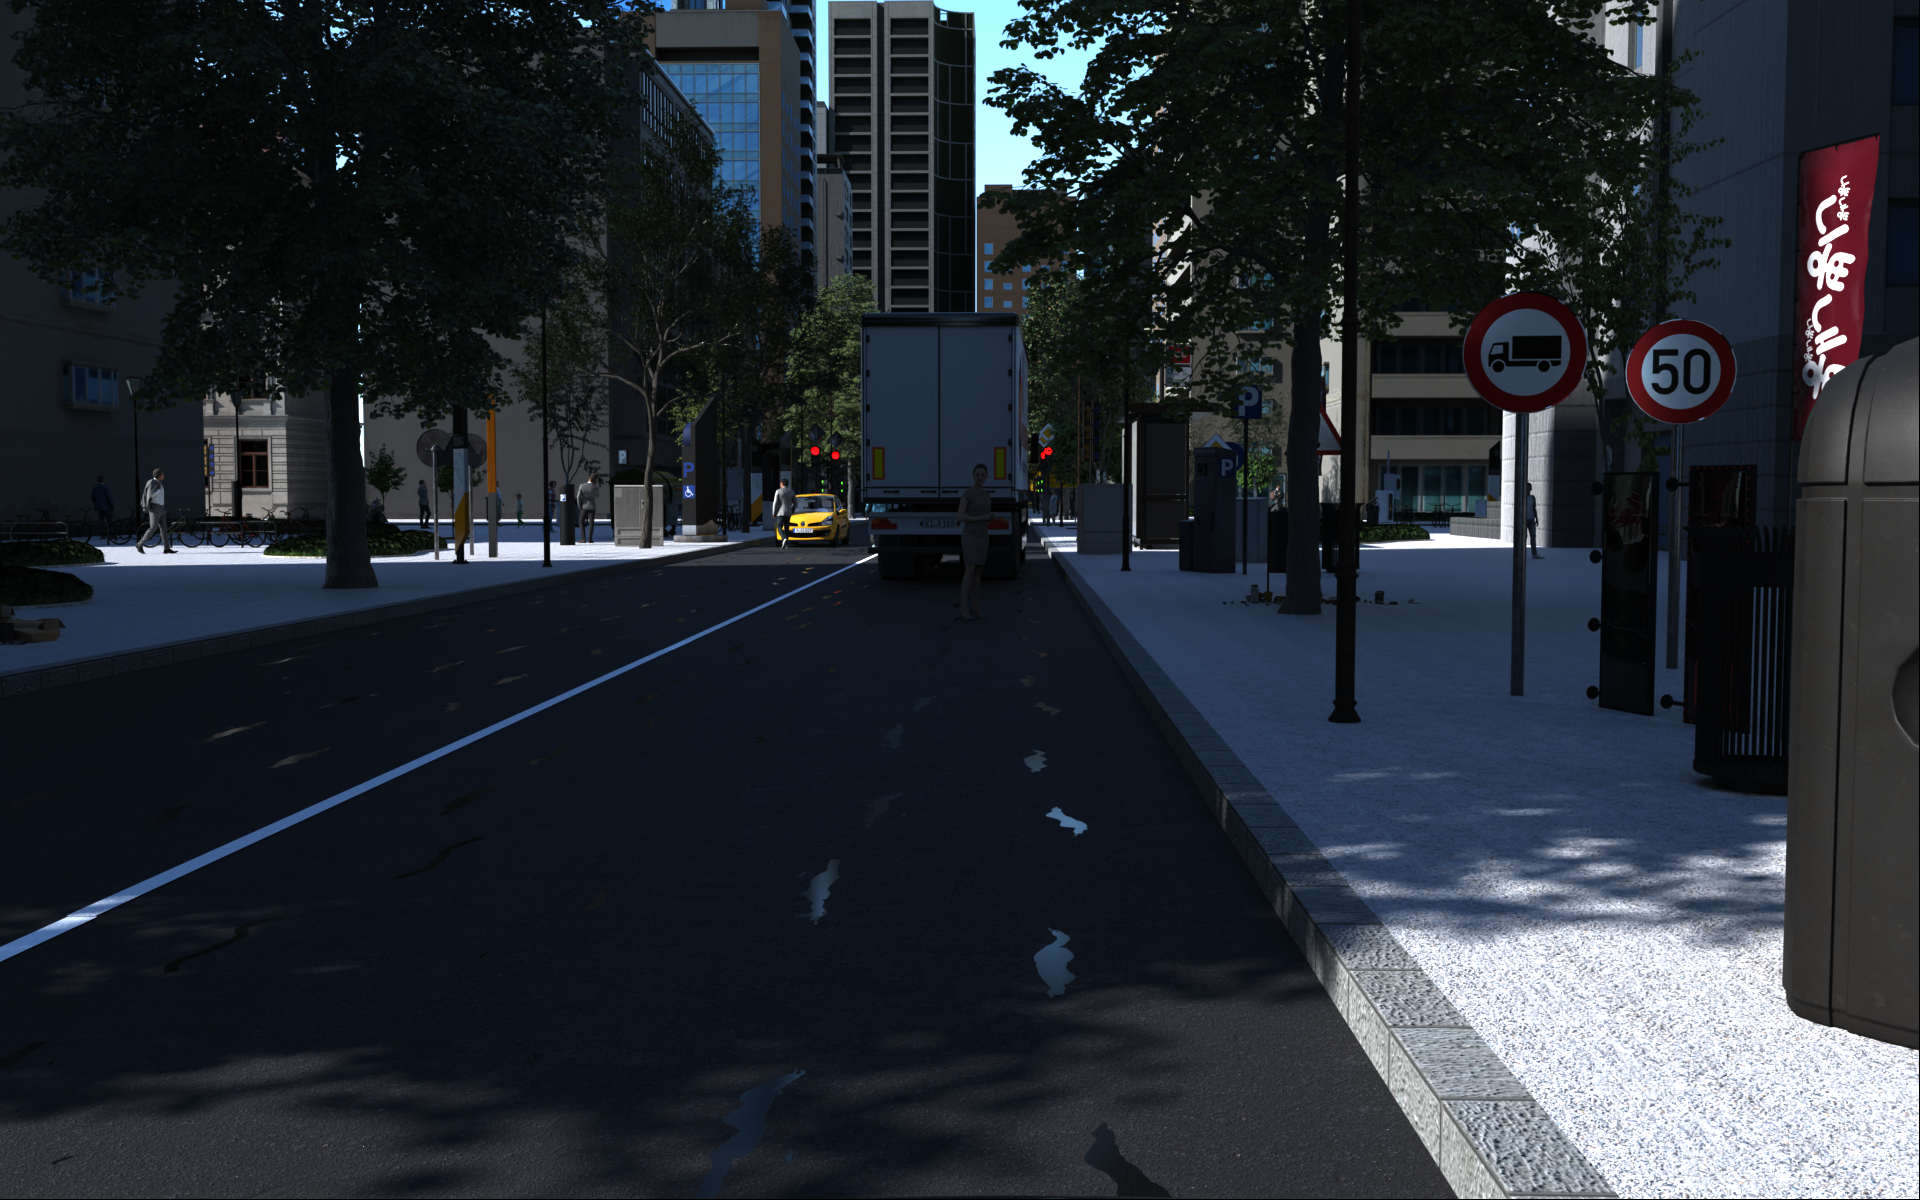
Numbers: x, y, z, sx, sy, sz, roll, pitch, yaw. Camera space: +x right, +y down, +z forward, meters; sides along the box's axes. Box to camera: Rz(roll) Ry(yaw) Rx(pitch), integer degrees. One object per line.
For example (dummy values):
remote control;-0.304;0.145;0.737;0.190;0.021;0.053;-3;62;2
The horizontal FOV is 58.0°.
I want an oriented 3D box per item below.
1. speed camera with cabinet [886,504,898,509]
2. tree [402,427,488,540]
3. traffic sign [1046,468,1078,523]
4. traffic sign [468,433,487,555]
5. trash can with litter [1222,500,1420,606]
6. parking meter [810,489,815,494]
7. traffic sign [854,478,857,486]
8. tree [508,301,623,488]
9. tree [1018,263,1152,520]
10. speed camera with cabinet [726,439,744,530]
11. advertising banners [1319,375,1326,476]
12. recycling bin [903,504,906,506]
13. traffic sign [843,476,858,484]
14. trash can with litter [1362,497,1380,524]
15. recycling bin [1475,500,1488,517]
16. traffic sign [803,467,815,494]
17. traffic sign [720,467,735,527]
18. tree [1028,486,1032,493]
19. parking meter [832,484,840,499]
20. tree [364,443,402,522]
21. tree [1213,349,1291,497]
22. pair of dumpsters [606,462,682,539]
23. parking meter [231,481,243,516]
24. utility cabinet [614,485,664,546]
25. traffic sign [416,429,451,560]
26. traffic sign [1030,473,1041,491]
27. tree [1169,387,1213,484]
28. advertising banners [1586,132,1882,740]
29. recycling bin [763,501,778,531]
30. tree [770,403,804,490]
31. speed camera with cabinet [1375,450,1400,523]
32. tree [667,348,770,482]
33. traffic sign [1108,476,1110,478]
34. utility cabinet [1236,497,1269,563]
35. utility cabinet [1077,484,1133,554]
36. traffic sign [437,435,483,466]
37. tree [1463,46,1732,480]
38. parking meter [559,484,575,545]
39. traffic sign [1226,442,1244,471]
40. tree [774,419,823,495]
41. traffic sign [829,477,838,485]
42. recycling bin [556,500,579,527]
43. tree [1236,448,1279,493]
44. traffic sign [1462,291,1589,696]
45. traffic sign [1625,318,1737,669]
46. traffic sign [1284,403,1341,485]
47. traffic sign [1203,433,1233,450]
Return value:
speed camera with cabinet;-4.833;-9.004;141.543;2.038;3.252;0.660;-3;4;-37
tree;-14.463;-3.337;49.163;1.663;3.219;1.824;0;3;0
traffic sign;4.852;-5.118;77.557;2.265;3.308;0.079;1;4;10
traffic sign;-10.268;-2.217;36.356;0.768;2.556;0.104;0;4;2
trash can with litter;4.275;-0.572;20.402;2.233;1.210;1.678;1;4;14
parking meter;-6.946;-4.493;81.872;0.372;1.533;0.369;0;3;0
traffic sign;-7.887;-7.778;127.271;0.768;2.556;0.104;0;4;3
tree;-14.049;-6.824;61.932;4.360;8.622;3.978;0;3;0
tree;5.330;-10.335;85.980;9.611;12.733;9.660;0;3;0
speed camera with cabinet;-8.132;-4.186;62.779;0.660;3.252;2.038;0;4;-5
advertising banners;5.378;-1.858;26.571;0.090;3.025;2.074;0;4;1
recycling bin;-4.270;-7.190;130.117;0.722;1.027;0.722;0;4;-7
traffic sign;-6.020;-5.837;95.441;0.884;2.594;0.081;0;4;7
trash can with litter;16.133;-3.508;68.750;1.055;1.170;0.624;1;4;18
recycling bin;23.697;-4.003;78.004;0.722;1.027;0.722;-2;4;-28
traffic sign;-7.048;-4.932;80.740;0.768;2.556;0.104;1;4;8
traffic sign;-8.740;-3.856;65.172;0.606;2.300;0.079;0;4;6
tree;9.160;-13.474;214.905;1.663;3.219;1.824;0;3;0
parking meter;-6.897;-5.536;96.227;0.255;1.863;0.399;3;5;42
tree;-21.538;-4.311;65.094;1.663;3.219;1.824;0;3;0
tree;14.852;-8.339;86.699;4.360;8.622;3.978;0;3;0
pair of dumpsters;-9.259;-2.963;50.936;1.574;2.255;4.437;0;4;1
parking meter;-31.932;-4.330;76.509;0.255;1.863;0.399;3;4;38
utility cabinet;-7.871;-2.066;42.459;1.173;1.500;0.318;-1;4;-10
traffic sign;-10.215;-2.057;33.743;0.768;2.556;0.104;0;4;4
traffic sign;7.124;-9.443;148.267;2.265;3.308;0.079;1;4;11
tree;15.122;-9.993;113.747;4.360;8.622;3.978;0;3;0
advertising banners;4.138;-0.810;9.434;0.090;3.025;2.074;-1;4;-17
recycling bin;-6.543;-2.953;60.828;0.722;1.027;0.722;0;4;-1
tree;-11.899;-10.235;117.700;4.737;8.622;4.395;0;3;0
speed camera with cabinet;19.126;-5.079;77.381;0.660;3.252;2.038;2;4;29
tree;-12.128;-8.071;82.321;4.737;8.622;4.395;0;3;0
traffic sign;5.478;-4.159;67.996;0.884;2.594;0.081;0;4;5
utility cabinet;5.315;-1.305;32.503;0.306;1.237;1.020;-3;4;-36
utility cabinet;3.090;-1.731;36.977;1.173;1.500;0.318;-1;4;-22
traffic sign;-9.334;-1.976;32.308;0.884;2.594;0.081;0;4;5
tree;10.277;-4.728;27.657;4.737;8.622;4.395;0;3;0
parking meter;-9.857;-2.144;43.469;0.372;1.533;0.369;0;3;0
traffic sign;6.547;-2.573;42.176;0.768;2.556;0.104;1;4;9
tree;-12.280;-11.254;134.372;4.360;8.622;3.978;0;3;0
traffic sign;-8.396;-7.088;115.999;0.768;2.556;0.104;1;4;9
recycling bin;-15.500;-3.428;68.598;0.722;1.027;0.722;3;4;38
tree;20.417;-8.307;119.528;4.285;4.588;4.351;0;3;0
traffic sign;3.553;-0.664;10.968;0.768;2.556;0.104;0;4;7
traffic sign;5.240;-0.768;12.669;0.768;2.556;0.104;1;4;10
traffic sign;4.897;-1.456;23.813;0.884;2.594;0.081;1;4;9
traffic sign;5.567;-2.314;37.572;0.795;2.593;0.064;0;4;6
